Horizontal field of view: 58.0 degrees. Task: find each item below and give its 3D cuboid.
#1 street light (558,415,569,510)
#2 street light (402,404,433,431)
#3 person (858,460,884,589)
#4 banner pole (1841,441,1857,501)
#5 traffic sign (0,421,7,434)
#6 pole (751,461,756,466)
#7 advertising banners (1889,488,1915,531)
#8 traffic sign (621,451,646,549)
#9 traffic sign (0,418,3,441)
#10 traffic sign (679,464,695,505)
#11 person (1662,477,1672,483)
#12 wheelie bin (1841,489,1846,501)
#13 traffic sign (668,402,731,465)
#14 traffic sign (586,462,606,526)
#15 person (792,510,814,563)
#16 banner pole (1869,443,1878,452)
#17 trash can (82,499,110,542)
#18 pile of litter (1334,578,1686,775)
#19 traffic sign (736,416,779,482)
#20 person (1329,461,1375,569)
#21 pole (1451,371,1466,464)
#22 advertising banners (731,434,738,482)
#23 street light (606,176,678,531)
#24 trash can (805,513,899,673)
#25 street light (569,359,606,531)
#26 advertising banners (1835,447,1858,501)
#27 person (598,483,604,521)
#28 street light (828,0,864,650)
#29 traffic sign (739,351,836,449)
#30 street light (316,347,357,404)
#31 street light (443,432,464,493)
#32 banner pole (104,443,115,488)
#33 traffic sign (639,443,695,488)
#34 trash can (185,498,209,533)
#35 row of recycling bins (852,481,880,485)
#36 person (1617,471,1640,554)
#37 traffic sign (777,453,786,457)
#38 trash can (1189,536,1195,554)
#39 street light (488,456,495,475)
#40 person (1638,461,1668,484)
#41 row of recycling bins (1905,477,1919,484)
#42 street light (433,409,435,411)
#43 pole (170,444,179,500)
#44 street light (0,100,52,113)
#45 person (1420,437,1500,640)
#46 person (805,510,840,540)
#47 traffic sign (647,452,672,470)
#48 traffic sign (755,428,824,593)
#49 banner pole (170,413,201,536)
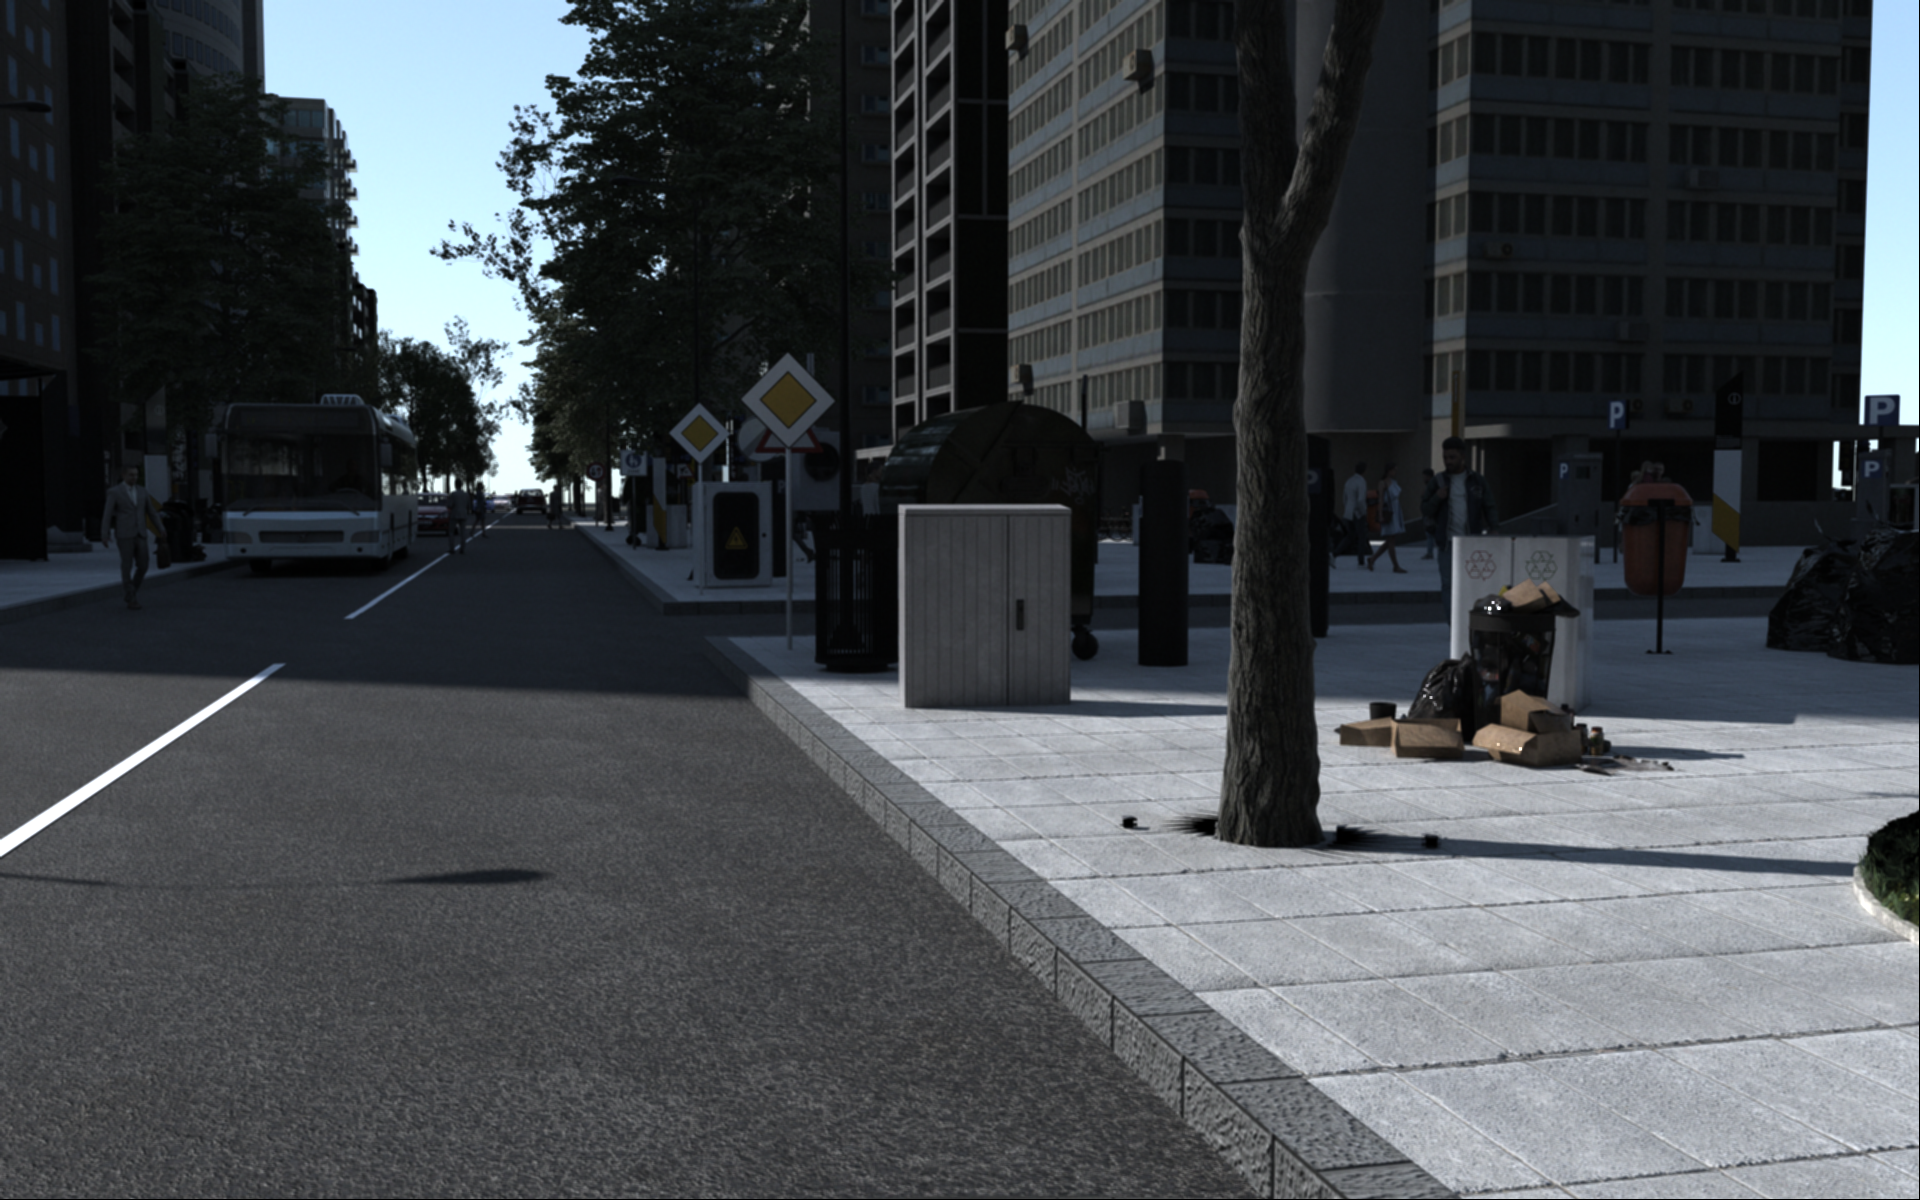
[{"bbox_3d":[-22.694,-7.848,100.856,1.470,5.913,1.316,-1,4,-14],"label":"street light"},{"bbox_3d":[-28.191,-7.157,89.557,1.470,5.913,1.316,-1,4,-14],"label":"street light"},{"bbox_3d":[-1.136,-0.996,23.079,0.466,1.731,0.760,1,4,16],"label":"person"},{"bbox_3d":[34.485,-4.711,67.035,0.401,3.779,0.863,-2,4,-28],"label":"banner pole"},{"bbox_3d":[-11.432,-1.089,19.997,0.795,2.593,0.064,-1,4,-14],"label":"traffic sign"},{"bbox_3d":[-7.247,-4.090,60.710,0.158,3.312,0.155,0,3,0],"label":"pole"},{"bbox_3d":[19.829,-2.371,34.946,2.074,3.025,0.090,1,4,17],"label":"advertising banners"},{"bbox_3d":[-7.535,-2.318,40.028,0.606,2.300,0.079,-1,4,-11],"label":"traffic sign"},{"bbox_3d":[-13.435,-1.437,23.606,0.768,2.556,0.104,0,4,-4],"label":"traffic sign"},{"bbox_3d":[-9.267,-3.547,57.991,0.884,2.594,0.081,-1,4,-9],"label":"traffic sign"},{"bbox_3d":[13.456,-1.541,33.048,0.589,1.601,0.330,0,4,-6],"label":"person"},{"bbox_3d":[52.293,-5.789,102.564,0.693,1.594,0.980,0,4,3],"label":"wheelie bin"},{"bbox_3d":[-3.270,-1.209,21.955,0.795,2.593,0.064,-1,4,-14],"label":"traffic sign"},{"bbox_3d":[-14.372,-4.182,68.488,0.768,2.556,0.104,0,4,-7],"label":"traffic sign"},{"bbox_3d":[-3.132,-1.587,31.950,0.822,1.834,0.622,0,4,6],"label":"person"},{"bbox_3d":[44.596,-5.794,84.746,0.863,3.779,0.401,-2,4,-24],"label":"banner pole"},{"bbox_3d":[-23.297,-2.149,46.786,0.748,1.137,0.748,0,3,0],"label":"trash can"},{"bbox_3d":[2.634,0.329,8.580,1.176,0.858,1.719,-2,4,-26],"label":"pile of litter"},{"bbox_3d":[-3.257,-1.721,28.251,0.768,2.556,0.104,-1,4,-10],"label":"traffic sign"},{"bbox_3d":[6.709,-1.452,29.621,0.795,1.843,0.661,-1,4,-13],"label":"person"},{"bbox_3d":[8.263,-2.136,28.772,0.158,3.312,0.155,0,3,0],"label":"pole"},{"bbox_3d":[-6.291,-3.360,51.122,0.090,3.025,2.074,2,4,26],"label":"advertising banners"},{"bbox_3d":[-4.435,-3.246,25.614,1.470,5.913,1.316,-1,4,-14],"label":"street light"},{"bbox_3d":[-0.751,-0.058,12.604,0.748,1.137,0.748,0,3,0],"label":"trash can"},{"bbox_3d":[-12.737,-5.350,60.014,1.470,5.913,1.316,-1,4,-14],"label":"street light"},{"bbox_3d":[33.399,-4.219,65.170,0.090,3.025,2.074,0,4,0],"label":"advertising banners"},{"bbox_3d":[-17.116,-4.681,82.782,0.583,1.804,0.606,-3,5,-43],"label":"person"},{"bbox_3d":[-1.475,-2.544,14.130,1.470,5.913,1.316,-1,4,-14],"label":"street light"},{"bbox_3d":[-1.382,-0.734,14.195,0.795,2.593,0.064,-1,4,-14],"label":"traffic sign"},{"bbox_3d":[-19.750,-5.032,54.814,1.470,5.913,1.316,-1,4,-14],"label":"street light"},{"bbox_3d":[-37.970,-9.586,129.271,1.470,5.913,1.316,-1,4,-14],"label":"street light"},{"bbox_3d":[-41.779,-5.815,85.099,0.401,3.779,0.863,2,4,31],"label":"banner pole"},{"bbox_3d":[-11.680,-4.617,69.368,2.265,3.308,0.079,-1,4,-12],"label":"traffic sign"},{"bbox_3d":[-25.369,-2.811,57.611,0.748,1.137,0.748,0,3,0],"label":"trash can"},{"bbox_3d":[-2.345,-2.926,54.945,1.069,1.692,3.534,2,4,31],"label":"row of recycling bins"},{"bbox_3d":[14.423,-1.876,37.072,0.694,1.780,0.624,-3,5,-42],"label":"person"},{"bbox_3d":[-4.223,-2.468,40.359,0.884,2.594,0.081,0,4,-8],"label":"traffic sign"},{"bbox_3d":[4.792,-1.571,37.332,0.748,1.137,0.748,0,3,0],"label":"trash can"},{"bbox_3d":[-57.261,-14.476,209.230,1.470,5.913,1.316,-1,4,-14],"label":"street light"},{"bbox_3d":[11.488,-1.396,28.836,0.573,1.828,0.580,3,5,44],"label":"person"},{"bbox_3d":[22.773,-2.062,40.828,1.069,1.692,3.534,2,4,30],"label":"row of recycling bins"},{"bbox_3d":[-29.356,-7.464,94.580,1.470,5.913,1.316,-1,4,-14],"label":"street light"},{"bbox_3d":[-25.735,-3.848,56.757,0.158,3.312,0.155,0,3,0],"label":"pole"},{"bbox_3d":[-11.424,-2.933,20.490,1.470,5.913,1.316,-1,4,-14],"label":"street light"},{"bbox_3d":[4.380,-0.541,15.231,0.623,1.781,0.721,0,4,1],"label":"person"},{"bbox_3d":[-2.409,-1.481,30.039,0.659,1.850,0.755,0,4,2],"label":"person"},{"bbox_3d":[-8.360,-2.935,48.095,0.768,2.556,0.104,0,4,-6],"label":"traffic sign"},{"bbox_3d":[-2.206,-1.372,22.432,0.884,2.594,0.081,0,4,-5],"label":"traffic sign"},{"bbox_3d":[-23.565,-3.831,52.659,0.401,3.779,0.863,3,5,42],"label":"banner pole"}]
